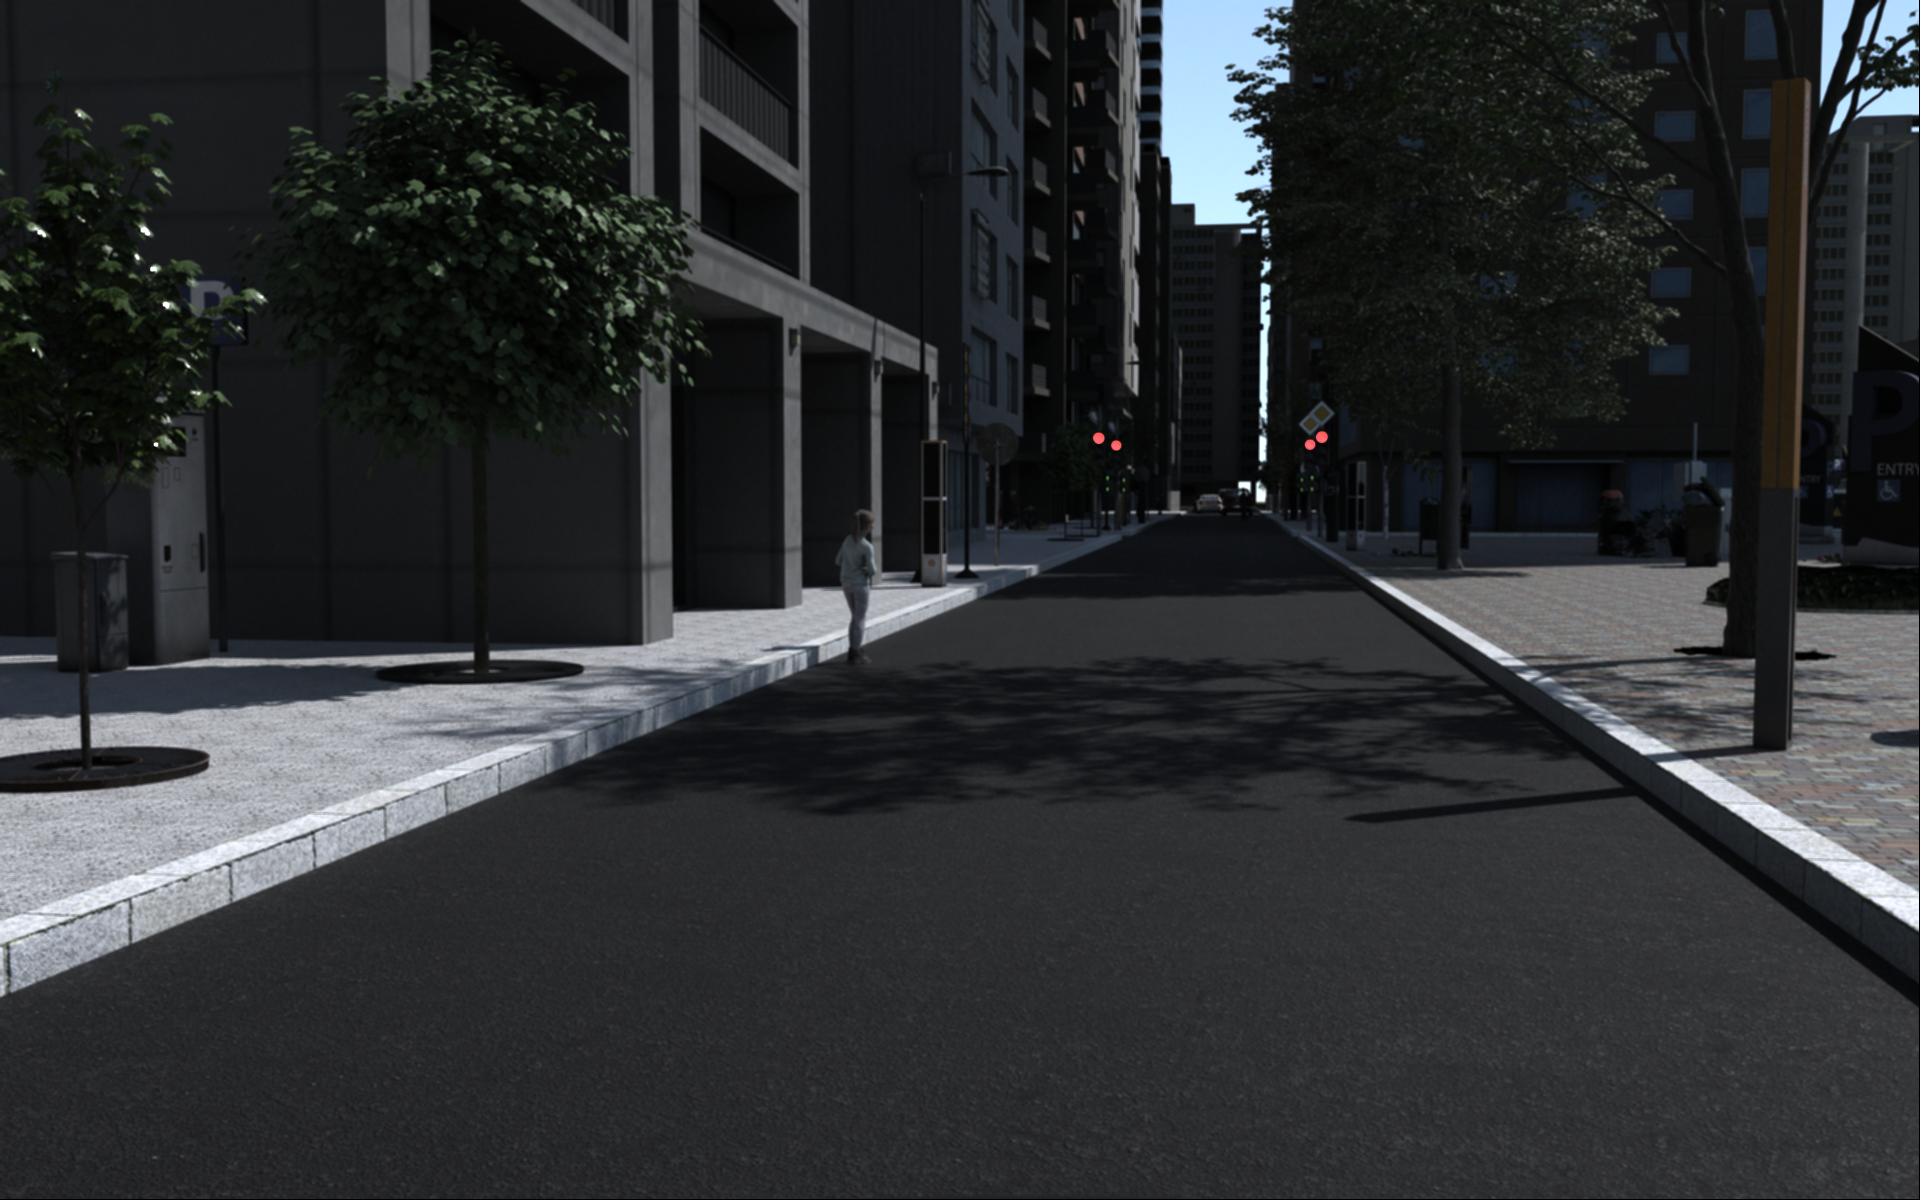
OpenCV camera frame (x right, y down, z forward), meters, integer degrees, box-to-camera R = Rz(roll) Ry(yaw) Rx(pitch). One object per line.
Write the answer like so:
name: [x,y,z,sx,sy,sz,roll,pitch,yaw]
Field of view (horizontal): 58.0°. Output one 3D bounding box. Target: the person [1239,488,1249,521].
person: [14.988,-5.039,91.308,0.534,1.772,0.576,0,4,5]

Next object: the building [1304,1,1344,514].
building: [33.017,-27.770,108.662,22.147,44.769,28.867,1,4,9]

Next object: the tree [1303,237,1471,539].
tree: [12.050,-6.006,48.555,4.737,8.622,4.395,0,3,0]

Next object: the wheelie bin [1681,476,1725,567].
wheelie bin: [13.197,-1.399,30.787,0.693,1.594,0.980,2,4,28]

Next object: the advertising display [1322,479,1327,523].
advertising display: [16.145,-4.316,75.781,0.974,1.923,0.123,-3,5,-40]

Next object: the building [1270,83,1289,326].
building: [45.890,-34.926,194.736,21.300,48.544,21.600,1,4,9]

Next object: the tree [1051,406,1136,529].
tree: [5.014,-4.959,64.793,4.285,4.588,4.351,0,3,0]

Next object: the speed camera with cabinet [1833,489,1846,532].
speed camera with cabinet: [29.867,-3.885,57.863,2.038,3.252,0.660,1,4,14]

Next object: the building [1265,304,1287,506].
building: [44.432,-19.892,170.277,27.650,21.520,28.899,1,4,9]

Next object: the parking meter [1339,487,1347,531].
parking meter: [13.277,-3.144,59.811,0.372,1.533,0.369,0,3,0]

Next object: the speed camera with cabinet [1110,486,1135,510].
speed camera with cabinet: [12.667,-8.664,135.986,2.038,3.252,0.660,1,4,19]

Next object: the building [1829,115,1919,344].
building: [102.663,-30.939,189.447,14.086,41.232,14.154,1,4,9]

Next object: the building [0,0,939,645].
building: [-11.159,-35.841,24.246,20.563,71.187,20.611,1,4,9]

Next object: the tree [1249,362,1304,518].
tree: [18.209,-8.816,94.496,4.737,8.622,4.395,0,3,0]

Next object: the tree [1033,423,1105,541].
tree: [2.926,-3.234,47.471,1.663,3.219,1.824,0,3,0]

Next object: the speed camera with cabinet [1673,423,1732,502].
speed camera with cabinet: [21.046,-3.313,48.501,2.038,3.252,0.660,-1,4,-12]

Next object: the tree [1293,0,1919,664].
tree: [6.358,-5.366,13.492,9.928,11.665,9.643,0,3,0]

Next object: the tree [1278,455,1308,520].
tree: [16.496,-5.528,84.984,1.663,3.219,1.824,0,3,0]

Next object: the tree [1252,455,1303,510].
tree: [25.596,-9.662,141.692,4.285,4.588,4.351,0,3,0]

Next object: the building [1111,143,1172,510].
building: [10.136,-22.726,143.274,14.160,30.474,14.107,1,4,9]

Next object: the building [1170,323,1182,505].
building: [10.431,-21.636,198.783,28.899,21.520,27.650,1,4,9]

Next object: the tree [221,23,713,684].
tree: [-3.505,-1.745,12.246,4.285,4.588,4.351,0,3,0]

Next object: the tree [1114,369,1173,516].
tree: [10.613,-9.352,103.271,4.360,8.622,3.978,0,3,0]

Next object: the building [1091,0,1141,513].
building: [-1.361,-32.582,121.955,28.713,52.752,27.495,1,4,9]

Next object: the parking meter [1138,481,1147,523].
parking meter: [7.947,-4.281,75.704,0.255,1.863,0.399,0,4,-5]

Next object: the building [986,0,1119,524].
building: [-3.694,-26.384,86.006,22.147,44.769,28.867,1,4,9]

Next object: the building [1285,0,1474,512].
building: [35.374,-30.505,148.865,14.600,45.320,14.200,1,4,9]

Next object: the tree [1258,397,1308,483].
tree: [24.377,-10.945,129.305,4.360,8.622,3.978,0,3,0]

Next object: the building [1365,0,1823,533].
building: [21.526,-25.232,62.658,14.200,45.320,14.600,1,4,9]

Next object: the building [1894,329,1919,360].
building: [52.490,-45.789,61.319,31.000,86.520,22.319,1,4,9]

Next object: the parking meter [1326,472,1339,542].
parking meter: [9.962,-2.482,46.291,0.255,1.863,0.399,2,4,26]

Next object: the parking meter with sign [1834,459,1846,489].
parking meter with sign: [43.707,-5.443,85.252,0.543,3.016,1.738,-1,4,-16]

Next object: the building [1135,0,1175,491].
building: [9.587,-52.104,164.579,22.319,86.520,31.000,1,4,9]

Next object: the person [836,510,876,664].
person: [-0.858,-0.116,14.671,0.425,1.301,0.394,2,4,27]

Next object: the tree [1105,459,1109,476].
tree: [3.694,-3.481,51.513,1.663,3.219,1.824,0,3,0]

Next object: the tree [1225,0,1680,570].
tree: [7.990,-6.808,29.435,7.486,12.596,7.792,0,3,0]

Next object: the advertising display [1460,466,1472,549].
advertising display: [11.813,-2.173,40.746,0.123,1.923,0.974,0,4,-3]

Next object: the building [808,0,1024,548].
building: [-5.684,-22.059,44.266,14.086,41.232,14.154,1,4,9]

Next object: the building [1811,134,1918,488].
building: [82.486,-30.084,183.753,23.993,40.220,32.217,1,4,9]

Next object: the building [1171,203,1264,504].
building: [28.911,-33.203,234.747,23.993,40.220,32.217,1,4,9]

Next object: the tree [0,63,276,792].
tree: [-4.076,-0.818,7.974,1.663,3.219,1.824,0,3,0]

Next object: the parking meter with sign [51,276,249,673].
parking meter with sign: [-6.144,-1.034,13.173,0.543,3.016,1.738,1,4,11]
